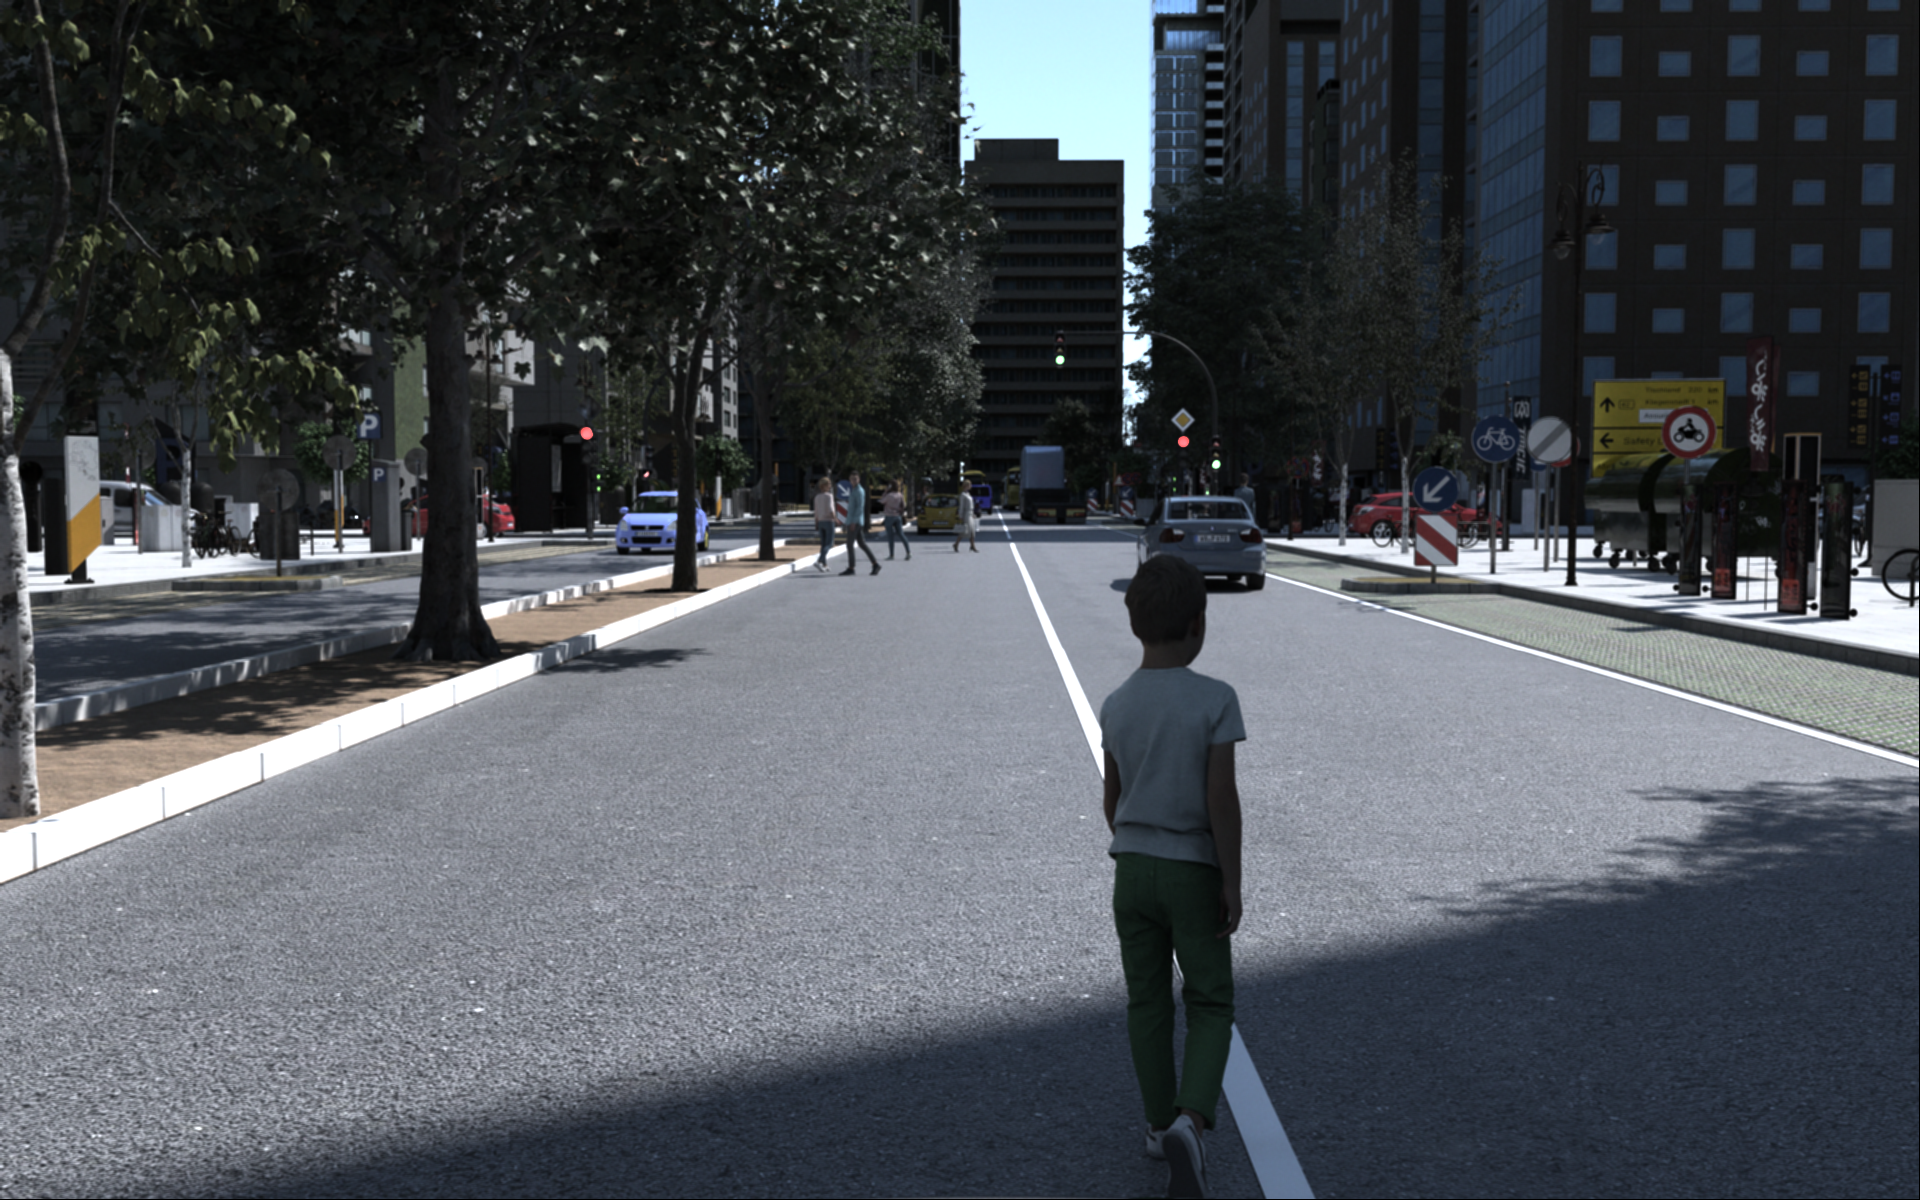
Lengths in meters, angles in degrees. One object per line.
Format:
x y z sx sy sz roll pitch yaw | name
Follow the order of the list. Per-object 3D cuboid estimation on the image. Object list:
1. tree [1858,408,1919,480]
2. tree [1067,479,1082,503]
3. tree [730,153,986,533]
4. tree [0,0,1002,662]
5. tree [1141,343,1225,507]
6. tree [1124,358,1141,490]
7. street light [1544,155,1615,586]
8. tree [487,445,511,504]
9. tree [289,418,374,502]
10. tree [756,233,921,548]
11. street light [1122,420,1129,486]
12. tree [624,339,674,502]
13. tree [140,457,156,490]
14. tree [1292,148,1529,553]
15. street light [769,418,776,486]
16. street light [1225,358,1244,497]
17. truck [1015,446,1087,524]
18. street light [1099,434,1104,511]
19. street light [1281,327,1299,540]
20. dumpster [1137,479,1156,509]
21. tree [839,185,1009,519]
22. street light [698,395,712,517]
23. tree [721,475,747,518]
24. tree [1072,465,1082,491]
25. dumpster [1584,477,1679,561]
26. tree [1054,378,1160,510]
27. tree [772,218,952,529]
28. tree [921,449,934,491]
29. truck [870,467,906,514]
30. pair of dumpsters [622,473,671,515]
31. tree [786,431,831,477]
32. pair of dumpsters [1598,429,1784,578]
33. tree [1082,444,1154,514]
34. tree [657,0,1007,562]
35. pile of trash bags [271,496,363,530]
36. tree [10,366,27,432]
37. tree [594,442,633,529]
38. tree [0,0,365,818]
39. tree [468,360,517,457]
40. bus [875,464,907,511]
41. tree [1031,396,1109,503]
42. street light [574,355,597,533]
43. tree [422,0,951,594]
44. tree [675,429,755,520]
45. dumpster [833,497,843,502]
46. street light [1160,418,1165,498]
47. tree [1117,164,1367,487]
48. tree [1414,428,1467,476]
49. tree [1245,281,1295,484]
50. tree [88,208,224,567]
35.392 -4.947 64.591 4.285 4.588 4.351 0 3 0 | tree
12.162 -11.612 184.456 1.663 3.219 1.824 0 3 0 | tree
-3.622 -9.337 61.765 9.857 13.997 8.962 0 3 0 | tree
-4.450 -5.837 14.908 9.611 12.733 9.660 0 3 0 | tree
10.266 -7.766 77.329 4.360 8.622 3.978 0 3 0 | tree
10.256 -8.529 89.817 4.360 8.622 3.978 0 3 0 | tree
8.570 -3.139 24.108 0.468 5.910 1.993 0 4 1 | street light
-18.016 -4.525 68.583 1.663 3.219 1.824 0 3 0 | tree
-24.089 -5.074 66.674 4.285 4.588 4.351 0 3 0 | tree
-3.391 -5.671 45.534 4.737 8.622 4.395 0 3 0 | tree
10.182 -8.180 106.537 0.468 5.910 1.993 0 4 1 | street light
-13.559 -7.355 70.614 4.737 8.622 4.395 0 3 0 | tree
-29.932 -4.321 65.252 1.663 3.219 1.824 0 3 0 | tree
9.647 -5.297 36.962 4.360 8.622 3.978 0 3 0 | tree
-11.456 -8.113 105.438 0.468 5.910 1.993 0 4 1 | street light
9.310 -5.265 58.868 0.468 5.910 1.993 0 4 1 | street light
4.707 -6.198 91.094 2.967 4.110 18.799 0 4 0 | truck
10.617 -9.638 130.371 0.468 5.910 1.993 0 4 1 | street light
9.180 -4.596 47.939 0.468 5.910 1.993 0 4 1 | street light
11.875 -6.546 109.523 1.502 2.255 1.985 0 4 1 | dumpster
-4.017 -14.662 98.068 12.611 20.169 13.585 0 3 0 | tree
-11.972 -6.638 81.325 0.468 5.910 1.993 0 4 1 | street light
-12.650 -6.105 94.417 1.663 3.219 1.824 0 3 0 | tree
12.223 -11.001 163.579 4.285 4.588 4.351 0 3 0 | tree
13.352 -1.932 34.089 1.502 2.255 1.985 0 4 1 | dumpster
11.663 -12.551 139.619 8.767 10.594 7.601 -1 4 -20 | tree
-3.928 -9.173 70.569 7.486 12.596 7.792 0 3 0 | tree
-2.955 -8.368 89.643 4.737 8.622 4.395 0 3 0 | tree
-5.478 -7.918 125.387 3.469 3.379 9.791 0 4 0 | truck
-14.089 -4.604 77.763 1.574 2.255 4.437 0 4 1 | pair of dumpsters
-10.986 -12.791 143.538 7.601 10.594 8.767 0 4 3 | tree
11.838 -1.557 27.946 1.574 2.255 4.437 0 4 1 | pair of dumpsters
11.109 -7.963 113.909 4.285 4.588 4.351 0 3 0 | tree
-4.098 -7.561 36.456 12.009 13.543 11.850 0 3 0 | tree
-23.181 -3.191 61.926 1.912 1.369 3.447 2 4 30 | pile of trash bags
-19.330 -2.999 32.745 4.285 4.588 4.351 0 3 0 | tree
-13.260 -4.286 64.684 1.663 3.219 1.824 0 3 0 | tree
-4.134 -3.325 7.181 4.737 8.622 4.395 0 3 0 | tree
-25.130 -8.519 89.655 4.360 8.622 3.978 0 3 0 | tree
-5.756 -9.254 142.850 2.896 3.916 12.252 0 4 2 | bus
12.610 -17.360 200.844 9.611 12.733 9.660 0 3 0 | tree
-12.303 -5.154 57.060 0.468 5.910 1.993 0 4 1 | street light
-3.905 -5.906 24.784 9.928 11.665 9.643 0 3 0 | tree
-11.991 -6.304 86.778 4.285 4.588 4.351 0 3 0 | tree
-9.057 -6.904 121.090 1.865 1.857 1.264 0 4 2 | dumpster
9.753 -6.723 82.703 0.468 5.910 1.993 0 4 1 | street light
10.846 -9.821 67.224 9.857 13.997 8.962 0 3 0 | tree
24.263 -6.226 85.508 4.285 4.588 4.351 0 3 0 | tree
9.455 -5.671 43.076 4.360 8.622 3.978 0 3 0 | tree
-13.674 -4.889 30.293 4.360 8.622 3.978 0 3 0 | tree
